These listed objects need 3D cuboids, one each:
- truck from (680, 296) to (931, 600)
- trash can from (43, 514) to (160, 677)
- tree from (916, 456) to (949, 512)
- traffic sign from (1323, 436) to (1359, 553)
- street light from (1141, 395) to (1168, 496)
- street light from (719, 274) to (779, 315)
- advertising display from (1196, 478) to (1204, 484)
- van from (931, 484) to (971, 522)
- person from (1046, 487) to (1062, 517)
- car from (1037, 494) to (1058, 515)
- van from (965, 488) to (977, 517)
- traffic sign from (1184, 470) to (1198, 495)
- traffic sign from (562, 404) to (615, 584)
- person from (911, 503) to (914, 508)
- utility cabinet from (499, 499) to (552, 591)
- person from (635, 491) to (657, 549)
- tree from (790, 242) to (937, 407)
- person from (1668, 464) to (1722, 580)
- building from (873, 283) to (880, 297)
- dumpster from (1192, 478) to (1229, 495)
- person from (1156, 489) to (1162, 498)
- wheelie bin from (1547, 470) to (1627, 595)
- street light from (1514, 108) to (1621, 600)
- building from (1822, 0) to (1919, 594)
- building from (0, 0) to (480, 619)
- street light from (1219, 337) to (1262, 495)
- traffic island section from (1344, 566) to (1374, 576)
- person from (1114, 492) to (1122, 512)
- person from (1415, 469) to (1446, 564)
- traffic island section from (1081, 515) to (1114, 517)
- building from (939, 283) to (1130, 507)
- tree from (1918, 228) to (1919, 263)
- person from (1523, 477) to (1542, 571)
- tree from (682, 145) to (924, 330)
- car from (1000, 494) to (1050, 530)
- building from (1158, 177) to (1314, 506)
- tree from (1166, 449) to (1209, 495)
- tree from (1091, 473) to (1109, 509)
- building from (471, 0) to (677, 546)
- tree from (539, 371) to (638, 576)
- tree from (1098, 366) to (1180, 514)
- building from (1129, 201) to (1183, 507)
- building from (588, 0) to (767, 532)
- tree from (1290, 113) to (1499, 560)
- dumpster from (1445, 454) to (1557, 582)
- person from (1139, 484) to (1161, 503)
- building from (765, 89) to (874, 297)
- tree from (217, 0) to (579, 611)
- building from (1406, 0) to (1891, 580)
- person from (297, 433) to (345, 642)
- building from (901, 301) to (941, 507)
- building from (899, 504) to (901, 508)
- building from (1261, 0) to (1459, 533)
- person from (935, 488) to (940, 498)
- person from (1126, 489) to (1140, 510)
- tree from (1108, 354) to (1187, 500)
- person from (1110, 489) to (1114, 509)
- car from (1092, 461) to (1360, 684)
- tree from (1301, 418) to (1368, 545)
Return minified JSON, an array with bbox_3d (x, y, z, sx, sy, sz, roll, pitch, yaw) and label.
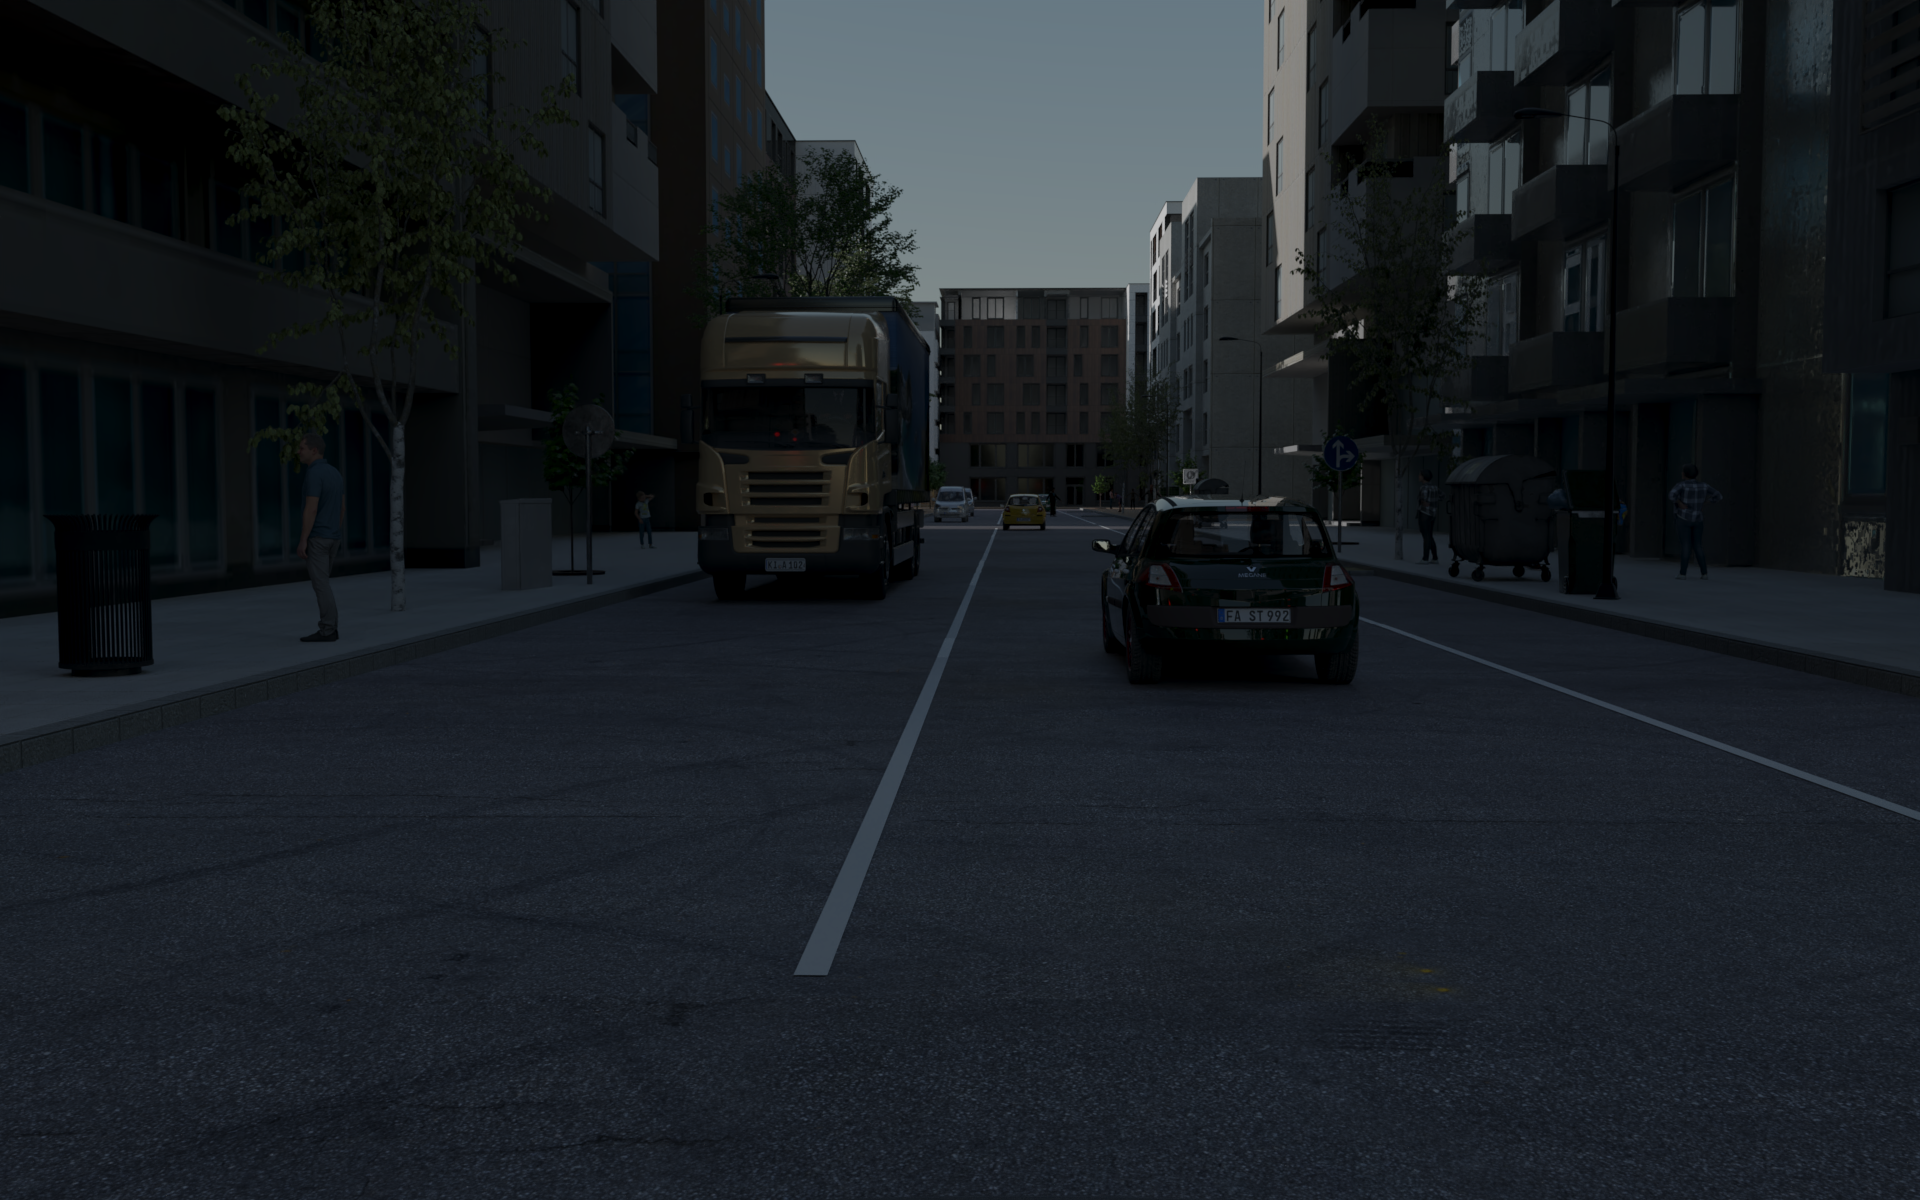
[{"bbox_3d":[-2.016,-2.326,26.939,2.839,4.237,11.283,0,4,2],"label":"truck"},{"bbox_3d":[-6.084,-0.041,12.316,0.748,1.137,0.748,0,3,0],"label":"trash can"},{"bbox_3d":[-2.523,-10.121,149.184,4.285,4.588,4.351,0,3,0],"label":"tree"},{"bbox_3d":[8.328,-2.314,37.935,0.768,2.556,0.104,0,4,4],"label":"traffic sign"},{"bbox_3d":[9.182,-6.646,81.208,1.470,5.913,1.316,0,4,2],"label":"street light"},{"bbox_3d":[-4.505,-3.921,36.643,1.470,5.913,1.316,0,4,2],"label":"street light"},{"bbox_3d":[9.665,-3.952,69.830,0.123,1.923,0.974,1,4,21],"label":"advertising display"},{"bbox_3d":[-0.436,-5.014,88.990,2.013,2.044,4.112,0,4,3],"label":"van"},{"bbox_3d":[5.907,-6.222,109.859,1.348,1.869,0.705,-3,5,-40],"label":"person"},{"bbox_3d":[5.798,-6.707,121.455,2.131,1.459,4.920,0,4,1],"label":"car"},{"bbox_3d":[0.089,-6.413,111.864,2.013,2.044,4.112,0,4,0],"label":"van"},{"bbox_3d":[9.485,-4.223,71.179,0.606,2.300,0.079,1,4,11],"label":"traffic sign"},{"bbox_3d":[-5.266,-1.495,24.550,0.768,2.556,0.104,0,4,4],"label":"traffic sign"},{"bbox_3d":[-4.315,-9.005,153.950,0.621,1.740,0.551,-1,4,-23],"label":"person"},{"bbox_3d":[-5.888,-0.756,23.516,0.306,1.237,1.020,1,4,11],"label":"utility cabinet"},{"bbox_3d":[-7.387,-1.883,40.747,0.340,1.345,0.435,3,4,39],"label":"person"},{"bbox_3d":[-4.928,-9.764,77.773,7.486,12.596,7.792,0,3,0],"label":"tree"},{"bbox_3d":[10.960,-1.174,25.961,0.841,1.734,0.376,0,4,-3],"label":"person"},{"bbox_3d":[-13.755,-16.854,131.986,16.016,20.091,11.380,0,4,2],"label":"building"},{"bbox_3d":[9.428,-3.617,64.899,1.264,1.857,1.865,0,4,2],"label":"dumpster"},{"bbox_3d":[12.977,-6.642,115.350,1.217,1.736,0.721,2,4,32],"label":"person"},{"bbox_3d":[8.030,-0.879,22.287,0.980,1.594,0.693,0,4,3],"label":"wheelie bin"},{"bbox_3d":[7.361,-2.964,20.997,1.470,5.913,1.316,0,4,2],"label":"street light"},{"bbox_3d":[18.099,-20.262,14.876,14.086,41.232,14.154,0,4,2],"label":"building"},{"bbox_3d":[-19.434,-24.176,18.976,21.300,48.544,21.600,0,4,2],"label":"building"},{"bbox_3d":[8.337,-4.811,51.209,1.470,5.913,1.316,0,4,2],"label":"street light"},{"bbox_3d":[6.316,-0.521,31.390,1.991,0.108,1.994,0,4,2],"label":"traffic island section"},{"bbox_3d":[11.195,-6.910,122.256,0.697,1.427,0.421,-2,4,-26],"label":"person"},{"bbox_3d":[8.543,-1.519,31.607,0.841,1.734,0.376,-3,5,-45],"label":"person"},{"bbox_3d":[8.576,-5.227,108.331,1.991,0.108,1.994,0,4,2],"label":"traffic island section"},{"bbox_3d":[14.540,-20.675,182.017,32.646,21.610,27.936,0,4,2],"label":"building"},{"bbox_3d":[8.364,-1.714,11.744,4.285,4.588,4.351,0,3,0],"label":"tree"},{"bbox_3d":[9.732,-1.293,29.142,0.435,1.587,0.963,0,4,8],"label":"person"},{"bbox_3d":[-4.647,-7.709,51.804,9.928,11.665,9.643,0,3,0],"label":"tree"},{"bbox_3d":[2.603,-3.635,69.654,2.015,1.641,3.980,0,4,3],"label":"car"},{"bbox_3d":[21.824,-14.601,105.181,16.747,18.905,31.486,0,4,2],"label":"building"},{"bbox_3d":[9.842,-4.851,73.919,1.663,3.219,1.824,0,3,0],"label":"tree"},{"bbox_3d":[12.348,-9.720,153.530,1.663,3.219,1.824,0,3,0],"label":"tree"},{"bbox_3d":[-23.242,-27.784,43.505,28.713,52.752,27.495,0,4,2],"label":"building"},{"bbox_3d":[-6.200,-2.007,27.418,1.663,3.219,1.824,0,3,0],"label":"tree"},{"bbox_3d":[10.406,-9.064,98.551,4.737,8.622,4.395,0,3,0],"label":"tree"},{"bbox_3d":[28.745,-17.917,136.915,27.936,21.610,32.646,0,4,2],"label":"building"},{"bbox_3d":[-15.143,-25.333,64.313,14.600,45.320,14.200,0,4,2],"label":"building"},{"bbox_3d":[8.520,-5.085,33.495,4.360,8.622,3.978,0,3,0],"label":"tree"},{"bbox_3d":[8.104,-1.234,25.940,1.264,1.857,1.865,0,4,2],"label":"dumpster"},{"bbox_3d":[10.402,-5.378,94.105,1.348,1.807,0.705,1,4,15],"label":"person"},{"bbox_3d":[-20.038,-15.569,98.524,27.936,21.610,32.646,0,4,2],"label":"building"},{"bbox_3d":[-6.223,-4.197,18.988,4.737,8.622,4.395,0,3,0],"label":"tree"},{"bbox_3d":[23.655,-25.510,36.704,23.786,49.044,30.456,0,4,2],"label":"building"},{"bbox_3d":[-5.600,-0.546,15.096,0.434,1.807,0.598,1,4,15],"label":"person"},{"bbox_3d":[-7.751,-19.593,176.759,11.380,20.091,16.016,0,4,2],"label":"building"},{"bbox_3d":[-19.146,-12.785,151.176,28.070,9.664,9.099,0,4,2],"label":"building"},{"bbox_3d":[26.941,-29.150,65.848,28.713,52.752,27.495,0,4,2],"label":"building"},{"bbox_3d":[-1.820,-8.985,153.086,0.705,1.807,1.348,-2,4,-28],"label":"person"},{"bbox_3d":[14.318,-8.366,143.544,1.217,1.735,0.721,0,4,3],"label":"person"},{"bbox_3d":[10.002,-8.565,90.399,4.360,8.622,3.978,0,3,0],"label":"tree"},{"bbox_3d":[13.073,-8.686,148.767,0.721,1.736,1.217,1,4,12],"label":"person"},{"bbox_3d":[2.136,-0.285,14.440,2.009,1.686,4.222,0,4,1],"label":"car"},{"bbox_3d":[9.521,-3.026,44.079,1.663,3.219,1.824,0,3,0],"label":"tree"}]
